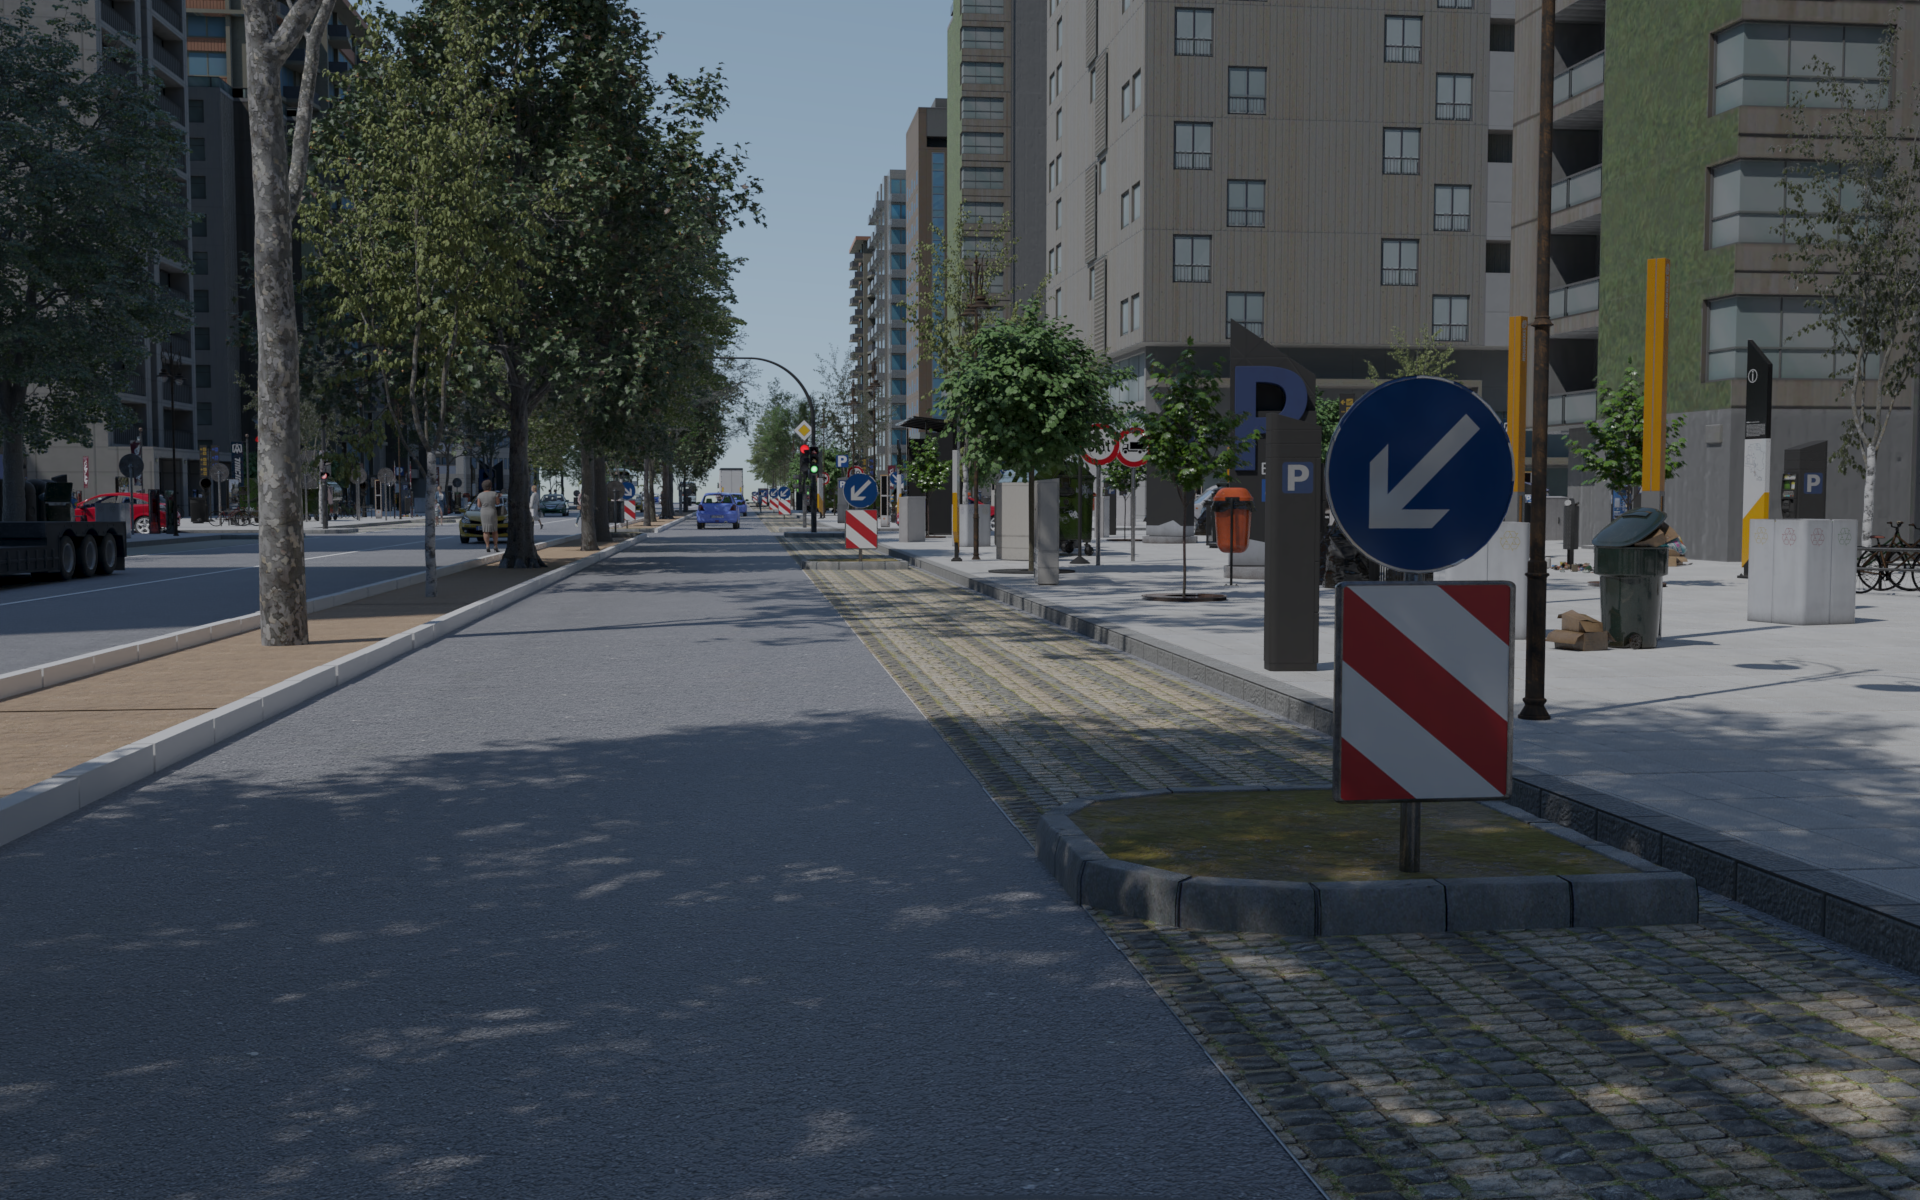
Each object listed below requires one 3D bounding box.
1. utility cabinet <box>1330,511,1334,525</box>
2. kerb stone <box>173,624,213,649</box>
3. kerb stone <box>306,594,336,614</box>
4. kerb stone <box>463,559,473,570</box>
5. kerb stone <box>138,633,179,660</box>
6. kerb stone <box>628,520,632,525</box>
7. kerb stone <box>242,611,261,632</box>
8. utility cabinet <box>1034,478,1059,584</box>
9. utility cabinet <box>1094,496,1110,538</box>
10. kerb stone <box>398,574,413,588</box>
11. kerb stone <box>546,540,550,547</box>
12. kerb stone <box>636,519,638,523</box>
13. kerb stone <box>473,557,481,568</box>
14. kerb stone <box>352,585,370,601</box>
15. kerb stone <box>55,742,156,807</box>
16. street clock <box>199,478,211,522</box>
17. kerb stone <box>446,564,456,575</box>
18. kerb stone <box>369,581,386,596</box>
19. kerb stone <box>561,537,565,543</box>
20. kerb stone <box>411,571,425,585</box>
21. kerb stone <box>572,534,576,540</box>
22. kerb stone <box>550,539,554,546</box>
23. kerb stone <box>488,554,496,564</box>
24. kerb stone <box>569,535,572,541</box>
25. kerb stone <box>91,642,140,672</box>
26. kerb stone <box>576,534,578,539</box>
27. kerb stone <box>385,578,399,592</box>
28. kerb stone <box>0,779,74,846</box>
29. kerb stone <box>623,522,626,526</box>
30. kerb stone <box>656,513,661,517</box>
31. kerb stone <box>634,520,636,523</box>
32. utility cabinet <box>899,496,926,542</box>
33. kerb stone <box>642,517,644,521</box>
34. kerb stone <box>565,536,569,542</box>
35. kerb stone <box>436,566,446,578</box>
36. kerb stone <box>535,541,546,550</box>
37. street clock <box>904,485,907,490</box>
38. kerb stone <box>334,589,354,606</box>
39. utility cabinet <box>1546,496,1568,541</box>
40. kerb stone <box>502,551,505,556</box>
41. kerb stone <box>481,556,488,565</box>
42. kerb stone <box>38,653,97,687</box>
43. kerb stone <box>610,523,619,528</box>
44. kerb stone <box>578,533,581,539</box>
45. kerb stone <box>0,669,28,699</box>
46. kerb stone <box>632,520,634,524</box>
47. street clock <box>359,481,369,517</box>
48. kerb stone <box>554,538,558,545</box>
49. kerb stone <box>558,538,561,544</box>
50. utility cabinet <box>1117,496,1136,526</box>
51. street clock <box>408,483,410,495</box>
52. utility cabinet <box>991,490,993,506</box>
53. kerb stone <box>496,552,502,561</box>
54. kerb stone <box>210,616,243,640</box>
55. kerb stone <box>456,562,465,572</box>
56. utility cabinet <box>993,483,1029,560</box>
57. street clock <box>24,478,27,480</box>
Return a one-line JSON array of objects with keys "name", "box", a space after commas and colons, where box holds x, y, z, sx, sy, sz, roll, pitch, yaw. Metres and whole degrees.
[{"name": "utility cabinet", "box": [9.296, -1.880, 41.893, 0.306, 1.237, 1.020, 3, 5, 40]}, {"name": "kerb stone", "box": [-7.261, 0.362, 16.288, 0.120, 0.150, 1.000, 0, 4, -7]}, {"name": "kerb stone", "box": [-7.911, 0.050, 21.374, 0.120, 0.150, 1.000, 0, 4, -7]}, {"name": "kerb stone", "box": [-9.339, -0.635, 32.576, 0.120, 0.150, 1.000, 0, 4, -7]}, {"name": "kerb stone", "box": [-7.133, 0.427, 15.273, 0.120, 0.150, 1.000, 0, 4, -7]}, {"name": "kerb stone", "box": [-15.500, -3.580, 80.830, 0.120, 0.150, 1.000, 0, 4, -7]}, {"name": "kerb stone", "box": [-7.522, 0.244, 18.318, 0.120, 0.150, 1.000, 0, 4, -7]}, {"name": "utility cabinet", "box": [1.226, -0.988, 24.835, 0.318, 1.500, 1.173, 0, 4, 0]}, {"name": "utility cabinet", "box": [4.198, -2.454, 51.291, 0.306, 1.237, 1.020, 1, 4, 14]}, {"name": "kerb stone", "box": [-8.557, -0.260, 26.462, 0.120, 0.150, 1.000, 0, 4, -7]}, {"name": "kerb stone", "box": [-11.033, -1.442, 45.785, 0.120, 0.150, 1.000, 0, 4, -7]}, {"name": "kerb stone", "box": [-16.019, -3.835, 84.892, 0.120, 0.150, 1.000, 0, 4, -7]}, {"name": "kerb stone", "box": [-9.471, -0.697, 33.589, 0.120, 0.150, 1.000, 0, 4, -7]}, {"name": "kerb stone", "box": [-8.176, -0.074, 23.407, 0.120, 0.150, 1.000, 0, 4, -7]}, {"name": "kerb stone", "box": [-4.137, 0.845, 8.387, 0.120, 0.150, 1.000, 0, 4, -7]}, {"name": "street clock", "box": [-34.155, -4.517, 78.431, 0.471, 2.002, 0.358, -3, 4, -37]}, {"name": "kerb stone", "box": [-9.083, -0.510, 30.540, 0.120, 0.150, 1.000, 0, 4, -7]}, {"name": "kerb stone", "box": [-8.301, -0.136, 24.427, 0.120, 0.150, 1.000, 0, 4, -7]}, {"name": "kerb stone", "box": [-11.548, -1.689, 49.846, 0.120, 0.150, 1.000, 0, 4, -7]}, {"name": "kerb stone", "box": [-8.686, -0.324, 27.488, 0.120, 0.150, 1.000, 0, 4, -7]}, {"name": "kerb stone", "box": [-11.927, -1.877, 52.892, 0.120, 0.150, 1.000, 0, 4, -7]}, {"name": "kerb stone", "box": [-11.153, -1.505, 46.802, 0.120, 0.150, 1.000, 0, 4, -7]}, {"name": "kerb stone", "box": [-9.735, -0.821, 35.617, 0.120, 0.150, 1.000, 0, 4, -7]}, {"name": "kerb stone", "box": [-11.808, -1.815, 51.877, 0.120, 0.150, 1.000, 0, 4, -7]}, {"name": "kerb stone", "box": [-7.006, 0.486, 14.259, 0.120, 0.150, 1.000, 0, 4, -7]}, {"name": "kerb stone", "box": [-12.066, -1.940, 53.907, 0.120, 0.150, 1.000, 0, 4, -7]}, {"name": "kerb stone", "box": [-8.440, -0.198, 25.445, 0.120, 0.150, 1.000, 0, 4, -7]}, {"name": "kerb stone", "box": [-4.005, 0.912, 7.373, 0.120, 0.150, 1.000, 0, 4, -7]}, {"name": "kerb stone", "box": [-14.979, -3.335, 76.762, 0.120, 0.150, 1.000, 0, 4, -7]}, {"name": "kerb stone", "box": [-19.656, -5.579, 113.415, 0.120, 0.150, 1.000, 0, 4, -7]}, {"name": "kerb stone", "box": [-15.888, -3.772, 83.871, 0.120, 0.150, 1.000, 0, 4, -7]}, {"name": "utility cabinet", "box": [-1.284, -2.154, 46.380, 0.306, 1.237, 1.020, 2, 4, 26]}, {"name": "kerb stone", "box": [-16.661, -4.146, 89.986, 0.120, 0.150, 1.000, 0, 4, -7]}, {"name": "kerb stone", "box": [-11.676, -1.742, 50.861, 0.120, 0.150, 1.000, 0, 4, -7]}, {"name": "kerb stone", "box": [-8.955, -0.448, 29.526, 0.120, 0.150, 1.000, 0, 4, -7]}, {"name": "kerb stone", "box": [-10.894, -1.381, 44.770, 0.120, 0.150, 1.000, 0, 4, -7]}, {"name": "street clock", "box": [-4.292, -8.227, 139.089, 0.358, 2.002, 0.471, 2, 4, 29]}, {"name": "kerb stone", "box": [-8.037, -0.008, 22.391, 0.120, 0.150, 1.000, 0, 4, -7]}, {"name": "utility cabinet", "box": [16.334, -2.250, 47.941, 1.020, 1.237, 0.306, -2, 4, -26]}, {"name": "kerb stone", "box": [-9.989, -0.945, 37.654, 0.120, 0.150, 1.000, 0, 4, -7]}, {"name": "kerb stone", "box": [-9.610, -0.754, 34.602, 0.120, 0.150, 1.000, 0, 4, -7]}, {"name": "kerb stone", "box": [-6.871, 0.548, 13.243, 0.120, 0.150, 1.000, 0, 4, -7]}, {"name": "kerb stone", "box": [-14.334, -3.022, 71.688, 0.120, 0.150, 1.000, 0, 4, -7]}, {"name": "kerb stone", "box": [-12.192, -2.000, 54.922, 0.120, 0.150, 1.000, 0, 4, -7]}, {"name": "kerb stone", "box": [-6.746, 0.610, 12.228, 0.120, 0.150, 1.000, 0, 4, -7]}, {"name": "kerb stone", "box": [-15.629, -3.648, 81.844, 0.120, 0.150, 1.000, 0, 4, -7]}, {"name": "street clock", "box": [-32.645, -5.524, 94.894, 0.471, 2.002, 0.358, 1, 4, 19]}, {"name": "kerb stone", "box": [-11.291, -1.567, 47.815, 0.120, 0.150, 1.000, 0, 4, -7]}, {"name": "kerb stone", "box": [-11.421, -1.628, 48.829, 0.120, 0.150, 1.000, 0, 4, -7]}, {"name": "utility cabinet", "box": [6.677, -3.567, 69.479, 0.306, 1.237, 1.020, -2, 4, -27]}, {"name": "street clock", "box": [-36.321, -6.675, 113.707, 0.358, 2.002, 0.471, 2, 4, 31]}, {"name": "utility cabinet", "box": [2.031, -4.976, 90.033, 0.318, 1.500, 1.173, 2, 4, 32]}, {"name": "kerb stone", "box": [-9.863, -0.883, 36.634, 0.120, 0.150, 1.000, 0, 4, -7]}, {"name": "kerb stone", "box": [-7.391, 0.299, 17.304, 0.120, 0.150, 1.000, 0, 4, -7]}, {"name": "kerb stone", "box": [-9.213, -0.569, 31.554, 0.120, 0.150, 1.000, 0, 4, -7]}, {"name": "utility cabinet", "box": [1.250, -1.502, 33.230, 1.173, 1.500, 0.318, 3, 5, 39]}, {"name": "street clock", "box": [-41.934, -4.468, 77.626, 0.358, 2.002, 0.471, -2, 4, -34]}]
